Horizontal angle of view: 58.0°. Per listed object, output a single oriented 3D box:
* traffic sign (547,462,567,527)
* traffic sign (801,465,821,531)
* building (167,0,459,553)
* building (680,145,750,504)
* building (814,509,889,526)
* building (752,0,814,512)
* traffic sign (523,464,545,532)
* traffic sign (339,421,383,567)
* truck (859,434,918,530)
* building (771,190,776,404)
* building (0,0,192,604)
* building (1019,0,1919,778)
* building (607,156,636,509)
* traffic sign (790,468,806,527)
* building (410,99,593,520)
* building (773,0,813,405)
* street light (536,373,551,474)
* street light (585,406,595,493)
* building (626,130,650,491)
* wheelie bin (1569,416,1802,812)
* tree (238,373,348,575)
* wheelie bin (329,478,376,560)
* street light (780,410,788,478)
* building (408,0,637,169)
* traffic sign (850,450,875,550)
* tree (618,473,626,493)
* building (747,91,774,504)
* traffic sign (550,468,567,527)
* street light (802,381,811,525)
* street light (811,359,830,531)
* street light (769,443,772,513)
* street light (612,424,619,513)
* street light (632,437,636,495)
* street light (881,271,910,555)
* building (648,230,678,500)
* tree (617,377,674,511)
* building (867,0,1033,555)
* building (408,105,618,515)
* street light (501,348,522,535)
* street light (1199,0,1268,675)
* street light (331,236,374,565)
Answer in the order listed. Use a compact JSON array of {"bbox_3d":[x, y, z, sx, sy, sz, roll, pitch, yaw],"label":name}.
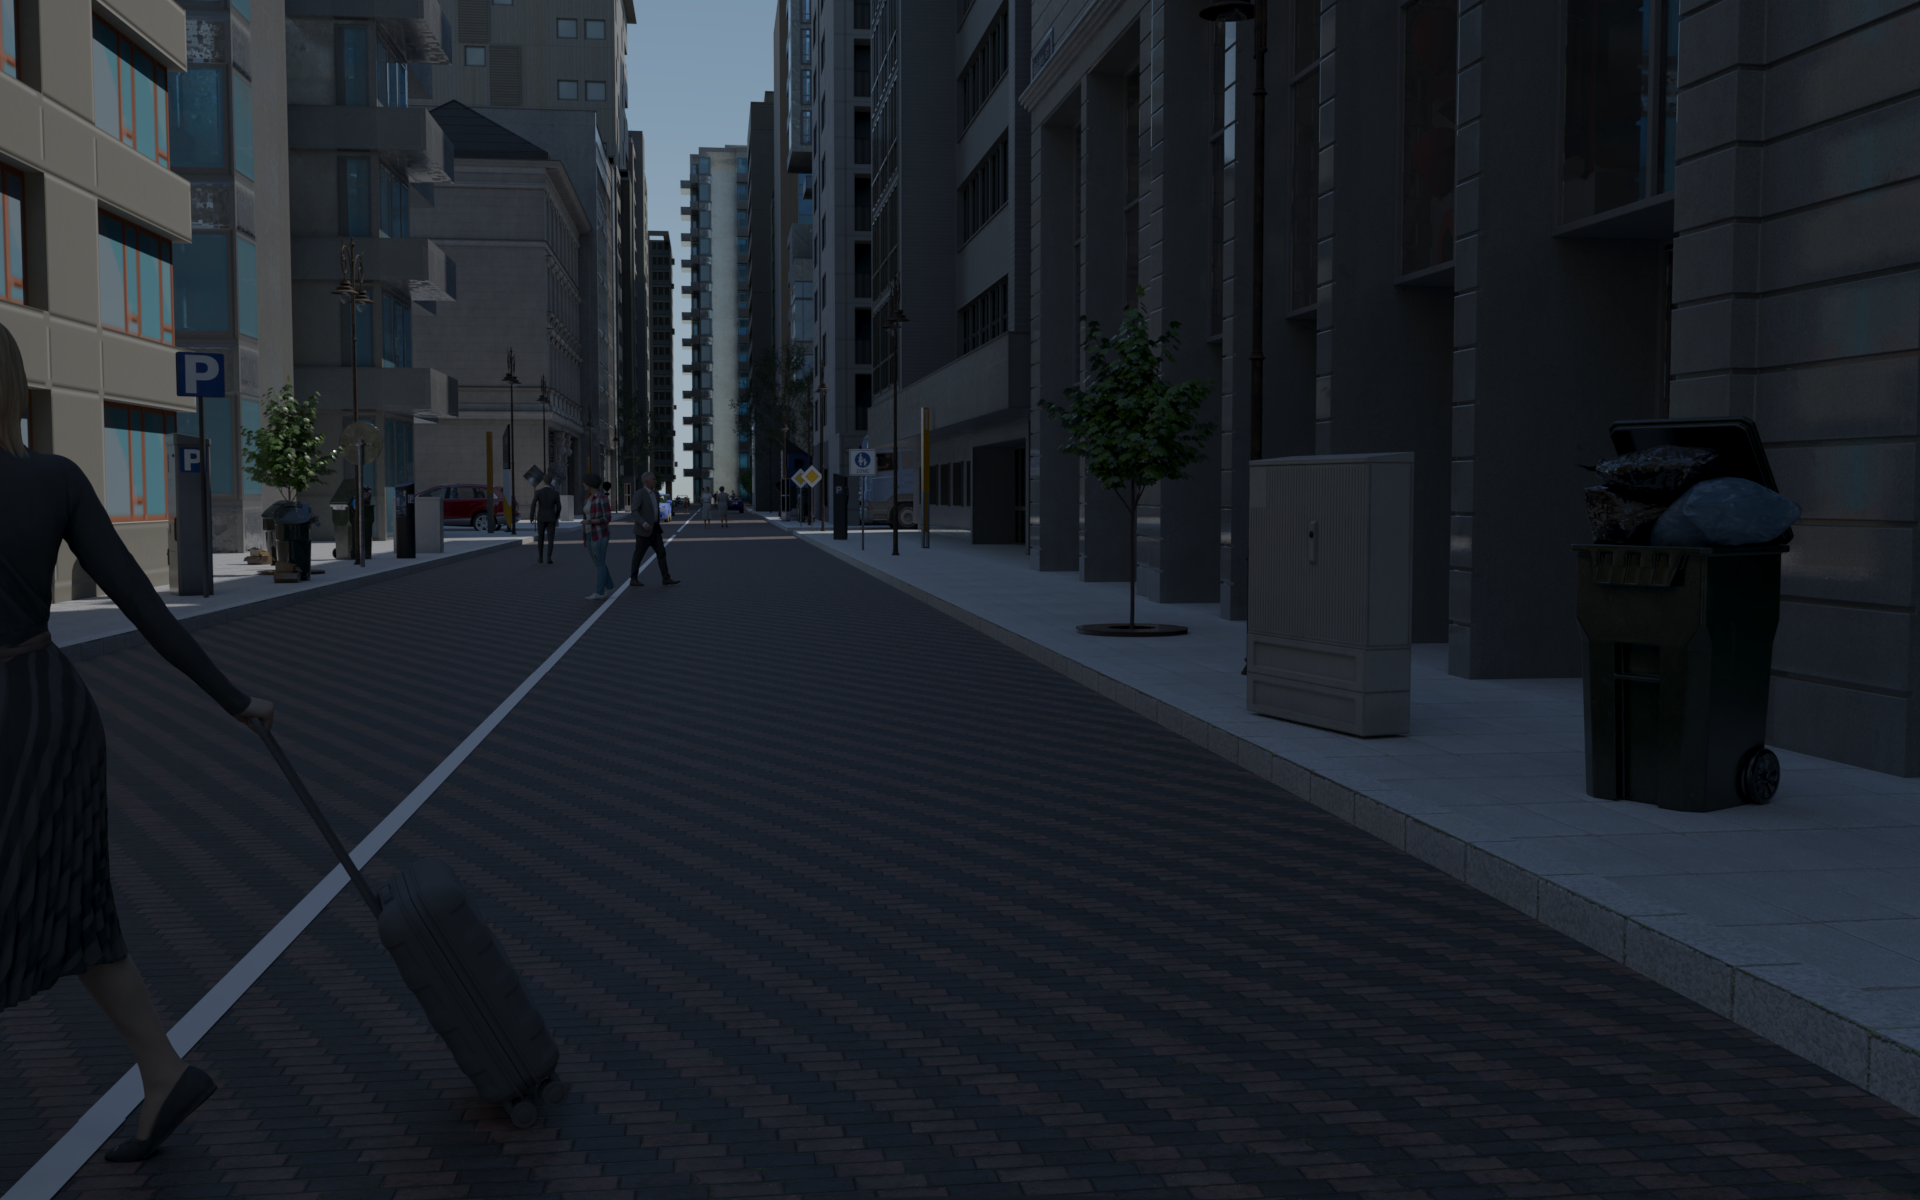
[{"bbox_3d":[-15.817,-4.155,68.041,0.768,2.556,0.104,0,4,-4],"label":"traffic sign"},{"bbox_3d":[-5.106,-3.436,59.815,0.795,2.450,0.064,0,4,-8],"label":"traffic sign"},{"bbox_3d":[-29.509,-25.958,44.026,30.456,49.044,23.786,0,4,-8],"label":"building"},{"bbox_3d":[-22.776,-37.828,238.097,30.456,49.044,23.786,0,4,-8],"label":"building"},{"bbox_3d":[3.961,-39.166,78.611,20.611,71.187,20.563,0,4,-8],"label":"building"},{"bbox_3d":[-3.106,-49.364,119.776,22.319,86.520,31.000,0,4,-8],"label":"building"},{"bbox_3d":[-14.362,-3.357,58.531,0.795,2.450,0.064,0,4,-8],"label":"traffic sign"},{"bbox_3d":[-10.480,-1.847,30.310,0.768,2.556,0.104,0,4,1],"label":"traffic sign"},{"bbox_3d":[4.876,-4.671,66.131,18.799,4.110,2.967,-1,4,-9],"label":"truck"},{"bbox_3d":[-11.287,-24.234,167.929,14.160,30.474,14.107,0,4,-8],"label":"building"},{"bbox_3d":[-23.092,-10.040,9.193,27.650,21.520,28.899,0,4,-8],"label":"building"},{"bbox_3d":[8.584,-14.513,14.785,11.434,29.767,29.804,0,4,-8],"label":"building"},{"bbox_3d":[-35.072,-22.940,146.763,14.160,30.474,14.107,0,4,-8],"label":"building"},{"bbox_3d":[-6.225,-3.919,67.722,0.795,2.450,0.064,0,4,-8],"label":"traffic sign"},{"bbox_3d":[-25.027,-14.405,86.434,10.553,20.767,40.483,0,4,-8],"label":"building"},{"bbox_3d":[-9.227,-30.788,153.498,14.600,45.320,14.200,0,4,-8],"label":"building"},{"bbox_3d":[-15.963,-5.734,66.543,0.468,5.910,1.993,0,4,-8],"label":"street light"},{"bbox_3d":[-19.354,-7.212,90.709,0.468,5.910,1.993,0,4,-8],"label":"street light"},{"bbox_3d":[-41.521,-30.882,188.507,14.154,41.232,14.086,0,4,-8],"label":"building"},{"bbox_3d":[3.007,0.042,7.220,0.693,1.594,0.980,-3,4,-36],"label":"wheelie bin"},{"bbox_3d":[-10.648,-2.032,27.818,1.663,3.219,1.824,0,3,0],"label":"tree"},{"bbox_3d":[-11.943,-1.601,34.078,0.980,1.594,0.693,3,4,38],"label":"wheelie bin"},{"bbox_3d":[-9.615,-7.471,94.933,0.468,5.910,1.993,0,4,-8],"label":"street light"},{"bbox_3d":[-45.916,-35.311,166.578,28.713,52.752,27.495,0,4,-8],"label":"building"},{"bbox_3d":[-2.217,-2.285,39.488,0.606,2.300,0.079,0,4,-2],"label":"traffic sign"},{"bbox_3d":[-26.936,-8.680,136.524,1.663,3.219,1.824,0,3,0],"label":"tree"},{"bbox_3d":[-14.284,-35.634,206.322,21.300,48.544,21.600,0,4,-8],"label":"building"},{"bbox_3d":[-15.481,-3.841,66.437,0.795,2.450,0.064,0,4,-8],"label":"traffic sign"},{"bbox_3d":[-6.192,-6.011,71.072,0.468,5.910,1.993,0,4,-8],"label":"street light"},{"bbox_3d":[-4.720,-5.301,59.466,0.468,5.910,1.993,0,4,-8],"label":"street light"},{"bbox_3d":[-12.934,-8.900,118.296,0.468,5.910,1.993,0,4,-8],"label":"street light"},{"bbox_3d":[-22.818,-8.696,114.965,0.468,5.910,1.993,0,4,-8],"label":"street light"},{"bbox_3d":[-26.098,-10.125,138.333,0.468,5.910,1.993,0,4,-8],"label":"street light"},{"bbox_3d":[-1.349,-3.873,36.110,0.468,5.910,1.993,0,4,-8],"label":"street light"},{"bbox_3d":[-51.254,-33.394,237.877,23.993,40.220,32.217,0,4,-8],"label":"building"},{"bbox_3d":[-25.881,-12.042,131.300,8.767,10.594,7.601,0,4,-8],"label":"tree"},{"bbox_3d":[5.913,-13.802,44.735,14.314,24.678,30.058,0,4,-8],"label":"building"},{"bbox_3d":[-29.729,-18.231,116.099,12.078,24.808,19.932,0,4,-8],"label":"building"},{"bbox_3d":[-14.128,-5.008,54.675,0.468,5.910,1.993,0,4,-8],"label":"street light"},{"bbox_3d":[2.089,-2.406,12.131,0.468,5.910,1.993,0,4,-8],"label":"street light"},{"bbox_3d":[-10.928,-3.578,31.295,0.468,5.910,1.993,0,4,-8],"label":"street light"}]
